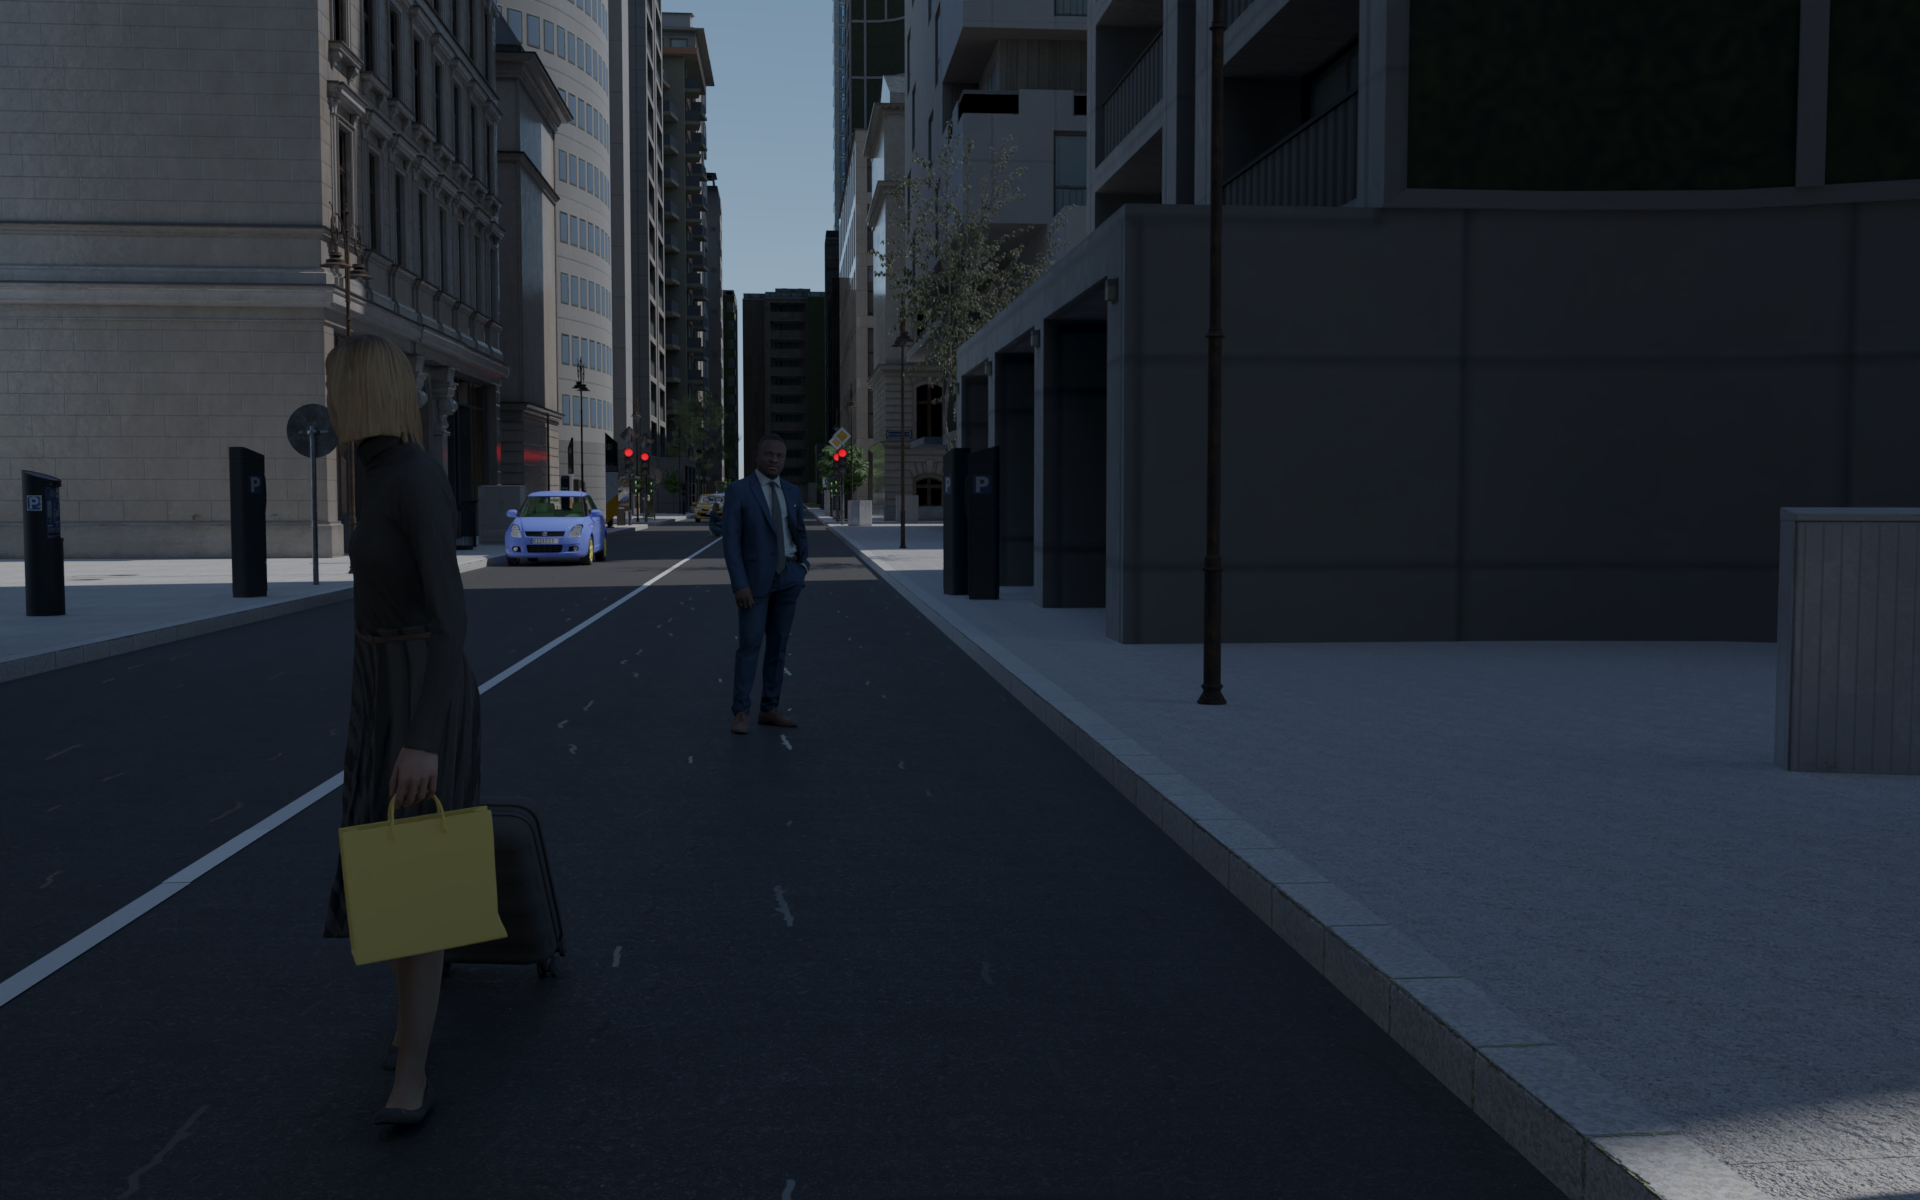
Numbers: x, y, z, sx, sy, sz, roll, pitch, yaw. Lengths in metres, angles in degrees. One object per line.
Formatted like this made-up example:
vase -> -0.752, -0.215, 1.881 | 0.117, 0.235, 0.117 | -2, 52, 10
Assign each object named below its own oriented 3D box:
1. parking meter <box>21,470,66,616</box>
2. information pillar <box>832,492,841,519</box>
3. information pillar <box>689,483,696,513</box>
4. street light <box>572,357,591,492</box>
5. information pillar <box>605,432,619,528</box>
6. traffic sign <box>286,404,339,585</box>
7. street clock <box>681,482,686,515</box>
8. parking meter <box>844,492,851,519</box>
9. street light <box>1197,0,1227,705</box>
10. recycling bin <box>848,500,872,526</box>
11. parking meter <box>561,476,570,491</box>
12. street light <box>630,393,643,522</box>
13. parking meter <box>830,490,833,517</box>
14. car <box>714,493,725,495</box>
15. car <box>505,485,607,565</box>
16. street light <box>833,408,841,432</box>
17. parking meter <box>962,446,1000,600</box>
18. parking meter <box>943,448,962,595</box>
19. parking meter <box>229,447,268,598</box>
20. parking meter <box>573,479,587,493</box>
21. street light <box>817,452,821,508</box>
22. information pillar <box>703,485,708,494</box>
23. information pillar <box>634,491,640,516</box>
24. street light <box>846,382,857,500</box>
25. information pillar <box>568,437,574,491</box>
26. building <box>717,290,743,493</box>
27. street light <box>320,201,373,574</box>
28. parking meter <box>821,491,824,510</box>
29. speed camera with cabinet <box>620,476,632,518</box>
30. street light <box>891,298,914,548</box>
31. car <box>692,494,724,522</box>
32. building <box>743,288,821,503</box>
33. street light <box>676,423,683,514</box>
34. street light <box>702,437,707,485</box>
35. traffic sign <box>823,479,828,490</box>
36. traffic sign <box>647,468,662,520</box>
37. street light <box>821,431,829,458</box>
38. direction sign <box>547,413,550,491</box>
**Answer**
parking meter -> -9.677, -0.604, 18.290 | 0.372, 1.533, 0.369 | 0, 3, 0
information pillar -> -6.267, -5.101, 87.888 | 0.304, 2.012, 0.304 | 2, 4, 30
information pillar -> -18.059, -6.879, 116.958 | 0.304, 2.012, 0.304 | -3, 4, -37
street light -> -12.798, -5.249, 58.613 | 0.468, 5.910, 1.993 | 0, 4, -6
information pillar -> -13.168, -4.530, 65.414 | 0.504, 3.616, 0.183 | -1, 4, -14
traffic sign -> -9.100, -1.486, 24.399 | 0.768, 2.556, 0.104 | 0, 4, 0
street clock -> -17.160, -6.301, 107.588 | 0.358, 2.002, 0.471 | -1, 4, -19
parking meter -> -5.783, -5.097, 89.050 | 0.399, 1.863, 0.255 | 2, 4, 33
street light -> 1.543, -2.302, 10.432 | 0.468, 5.910, 1.993 | 0, 4, -6
recycling bin -> -4.039, -3.504, 69.848 | 0.722, 1.027, 0.722 | -3, 5, -43
parking meter -> -12.438, -2.990, 54.605 | 0.255, 1.863, 0.399 | -1, 4, -9
street light -> -14.839, -6.531, 79.577 | 0.468, 5.910, 1.993 | 0, 4, -6
parking meter -> -7.036, -5.365, 96.136 | 0.372, 1.533, 0.369 | 0, 3, 0
car -> -14.457, -5.852, 105.264 | 1.945, 1.707, 3.694 | 0, 4, -6
car -> -8.351, -1.611, 35.938 | 1.945, 1.707, 3.694 | 0, 4, -5
street light -> -6.613, -7.364, 93.191 | 0.468, 5.910, 1.993 | 0, 4, -6
parking meter -> 0.273, -0.940, 21.078 | 0.399, 1.863, 0.255 | 1, 4, 10
parking meter -> -0.041, -1.000, 22.063 | 0.255, 1.863, 0.399 | -1, 4, -21
parking meter -> -8.860, -0.970, 21.579 | 0.255, 1.863, 0.399 | 1, 4, 20
parking meter -> -15.063, -3.862, 68.849 | 0.399, 1.863, 0.255 | 0, 4, 2
street light -> -12.450, -11.093, 154.152 | 0.468, 5.910, 1.993 | 0, 4, -6
information pillar -> -19.987, -8.038, 135.907 | 0.304, 2.012, 0.304 | 1, 4, 21
information pillar -> -18.555, -5.802, 99.361 | 0.304, 2.012, 0.304 | 0, 4, -4
street light -> -4.466, -6.024, 71.276 | 0.468, 5.910, 1.993 | 0, 4, -6
information pillar -> -16.065, -4.905, 71.549 | 0.183, 3.616, 0.504 | -2, 4, -32
building -> -38.370, -28.899, 244.193 | 14.107, 30.474, 14.160 | 0, 4, -6
street light -> -9.762, -3.359, 27.707 | 0.468, 5.910, 1.993 | 0, 4, -6
parking meter -> -11.123, -8.278, 141.061 | 0.255, 1.863, 0.399 | -3, 4, -36
speed camera with cabinet -> -17.601, -5.900, 90.798 | 0.660, 3.252, 2.038 | -1, 4, -18
street light -> -1.350, -4.159, 40.790 | 0.468, 5.910, 1.993 | 0, 4, -6
car -> -12.820, -4.853, 89.564 | 2.015, 1.641, 3.980 | 0, 4, -7
building -> -23.845, -29.034, 246.400 | 14.107, 30.474, 14.160 | 0, 4, -6
street light -> -17.897, -8.426, 110.545 | 0.468, 5.910, 1.993 | 0, 4, -6
street light -> -20.821, -10.282, 140.900 | 0.468, 5.910, 1.993 | 0, 4, -6
traffic sign -> -8.039, -6.306, 105.229 | 0.606, 2.300, 0.079 | 0, 4, -3
traffic sign -> -15.127, -5.238, 85.746 | 0.768, 2.556, 0.104 | 0, 4, 3
street light -> -9.510, -9.236, 123.799 | 0.468, 5.910, 1.993 | 0, 4, -6
direction sign -> -11.555, -3.465, 48.645 | 0.379, 3.537, 0.876 | -1, 4, -12
